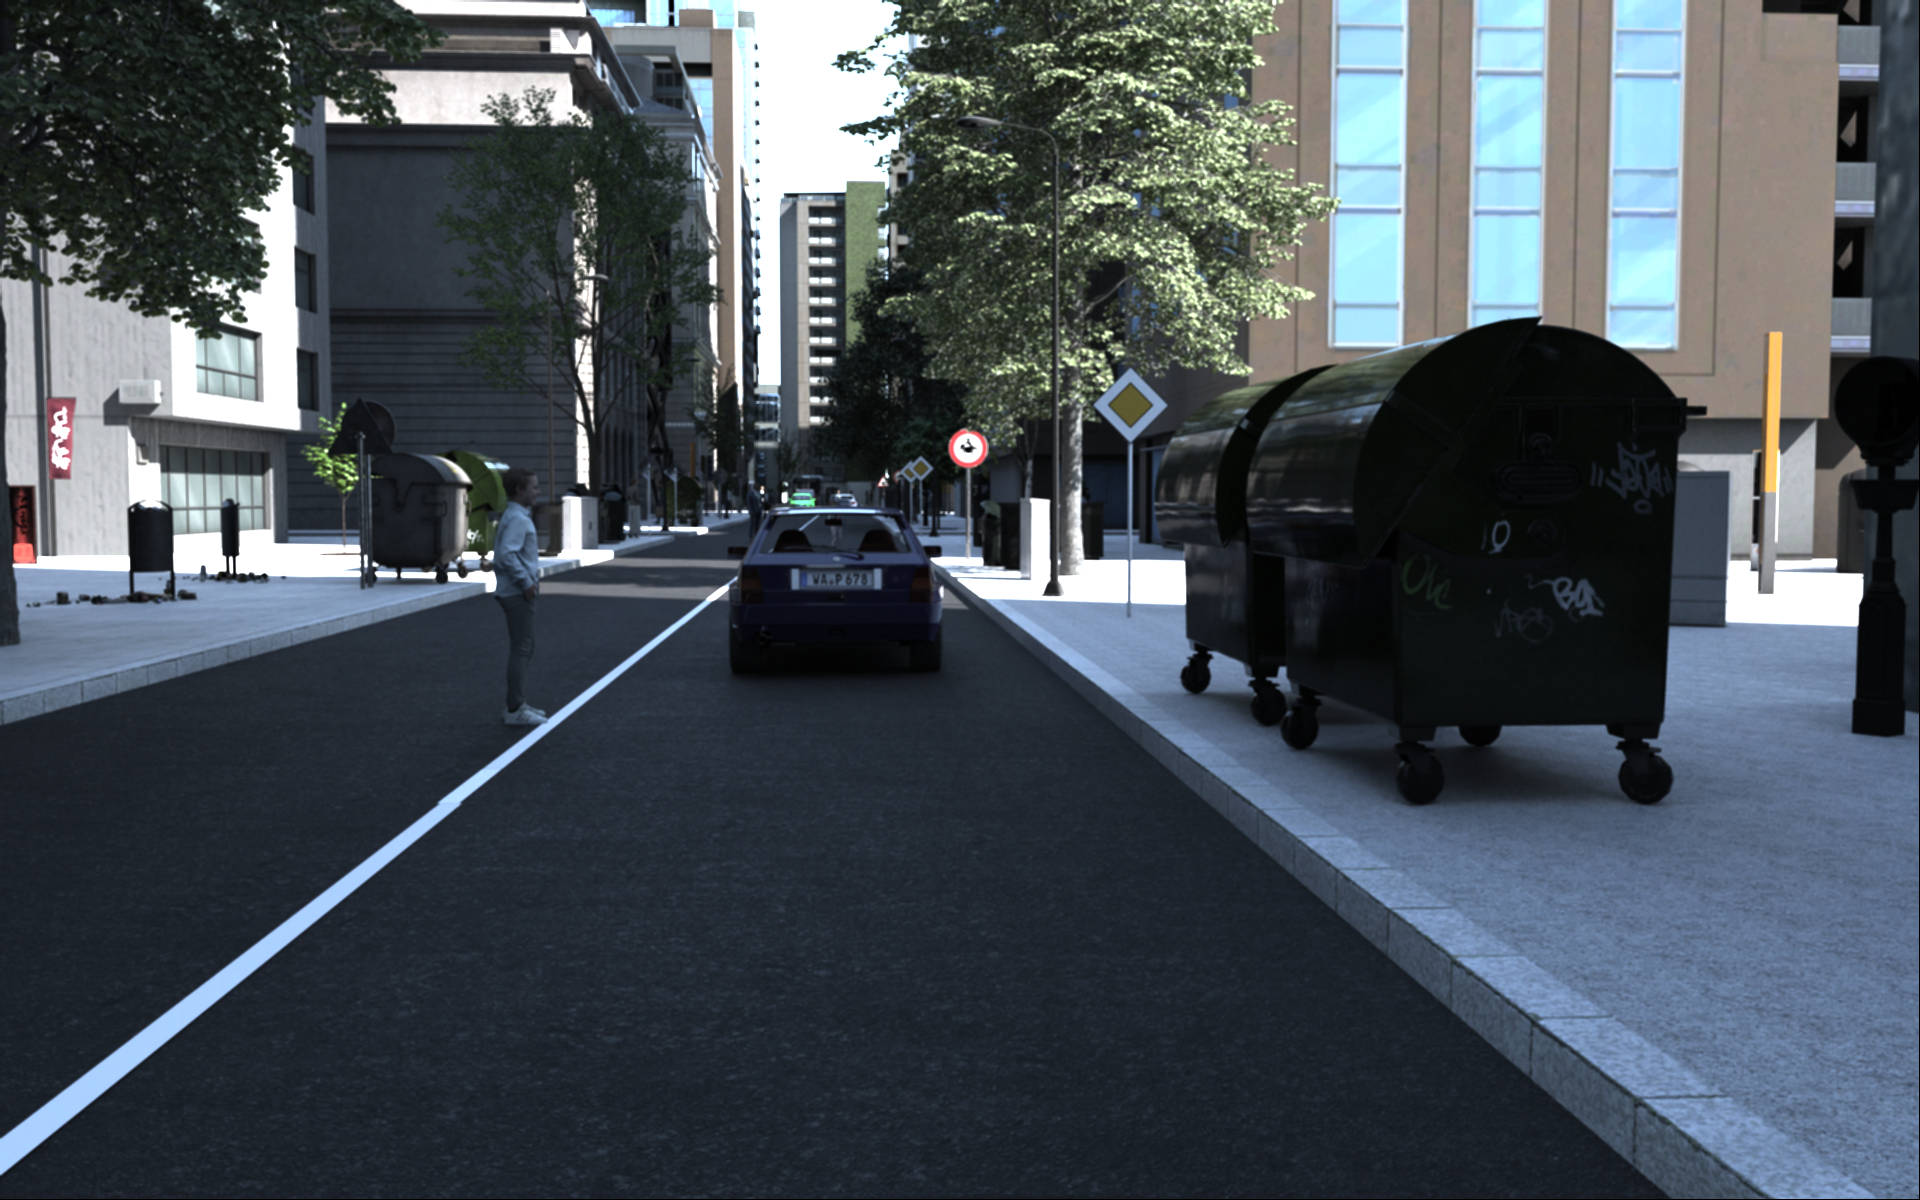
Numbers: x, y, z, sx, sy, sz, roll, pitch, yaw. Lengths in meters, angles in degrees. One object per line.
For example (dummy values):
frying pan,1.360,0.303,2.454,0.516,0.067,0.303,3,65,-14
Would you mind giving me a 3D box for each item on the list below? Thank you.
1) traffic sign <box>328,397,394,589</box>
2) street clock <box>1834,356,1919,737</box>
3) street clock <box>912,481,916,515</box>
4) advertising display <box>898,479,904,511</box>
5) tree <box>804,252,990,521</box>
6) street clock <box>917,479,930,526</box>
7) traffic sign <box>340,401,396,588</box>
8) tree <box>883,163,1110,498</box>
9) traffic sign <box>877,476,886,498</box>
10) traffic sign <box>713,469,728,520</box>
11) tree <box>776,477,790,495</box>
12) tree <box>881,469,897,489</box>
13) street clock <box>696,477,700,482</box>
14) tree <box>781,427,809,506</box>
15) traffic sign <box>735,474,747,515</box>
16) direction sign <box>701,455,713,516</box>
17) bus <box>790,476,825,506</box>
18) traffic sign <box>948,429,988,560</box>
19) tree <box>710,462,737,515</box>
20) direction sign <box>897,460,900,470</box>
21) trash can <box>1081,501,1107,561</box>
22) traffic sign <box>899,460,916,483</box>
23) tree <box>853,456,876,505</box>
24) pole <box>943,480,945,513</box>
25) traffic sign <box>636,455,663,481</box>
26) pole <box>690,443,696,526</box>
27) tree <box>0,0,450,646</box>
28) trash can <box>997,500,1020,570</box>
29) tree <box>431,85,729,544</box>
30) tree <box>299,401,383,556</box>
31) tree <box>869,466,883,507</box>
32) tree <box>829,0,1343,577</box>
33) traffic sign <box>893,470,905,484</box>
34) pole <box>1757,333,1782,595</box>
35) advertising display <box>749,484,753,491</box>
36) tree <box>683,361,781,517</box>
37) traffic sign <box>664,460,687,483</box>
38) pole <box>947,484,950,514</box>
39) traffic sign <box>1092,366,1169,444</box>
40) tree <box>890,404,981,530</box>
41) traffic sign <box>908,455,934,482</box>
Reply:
traffic sign,-8.066,-1.427,23.328,0.884,2.594,0.081,0,4,-1
street clock,4.910,-0.283,9.201,0.358,2.002,0.471,-2,4,-34
street clock,-2.546,-5.697,97.721,0.358,2.002,0.471,-1,4,-15
advertising display,-2.552,-4.254,74.772,0.123,1.923,0.974,0,4,6
tree,-2.524,-10.040,81.162,9.611,12.733,9.660,0,3,0
street clock,-1.377,-3.964,69.380,0.471,2.002,0.358,0,4,5
traffic sign,-8.101,-1.444,23.717,0.768,2.556,0.104,0,4,2
tree,1.331,-5.313,37.231,4.737,8.622,4.395,0,3,0
traffic sign,-5.257,-7.291,119.203,0.884,2.594,0.081,0,4,-1
traffic sign,-12.052,-5.320,87.089,0.768,2.556,0.104,0,4,0
tree,-20.166,-12.357,196.638,1.663,3.219,1.824,0,3,0
tree,-3.980,-6.781,105.478,1.663,3.219,1.824,0,3,0
street clock,-10.750,-4.006,70.074,0.471,2.002,0.358,-1,4,-8
tree,-18.987,-14.755,191.601,4.737,8.622,4.395,0,3,0
traffic sign,-13.644,-6.586,107.781,0.768,2.556,0.104,0,4,-2
direction sign,-14.892,-6.709,101.697,0.876,3.537,0.379,-3,5,-42
bus,-14.610,-10.567,167.625,2.948,3.499,13.247,0,4,-2
traffic sign,0.161,-2.053,33.679,0.768,2.556,0.104,0,4,4
tree,-14.218,-6.726,104.568,1.663,3.219,1.824,0,3,0
direction sign,-3.513,-6.537,98.882,0.379,3.537,0.876,0,4,5
trash can,2.482,-1.343,33.620,0.748,1.137,0.748,0,3,0
traffic sign,-1.677,-3.527,59.850,0.795,2.593,0.064,0,4,-4
tree,-9.935,-14.994,195.517,4.360,8.622,3.978,0,3,0
pole,-1.062,-7.312,113.388,0.158,3.312,0.155,0,3,0
traffic sign,-9.229,-3.008,51.372,0.795,2.593,0.064,0,4,-4
pole,-10.613,-4.586,68.827,0.158,3.312,0.155,0,3,0
tree,-7.832,-5.894,14.501,7.486,12.596,7.792,0,3,0
trash can,0.989,-1.086,29.403,0.748,1.137,0.748,0,3,0
tree,-9.481,-7.260,44.457,9.928,11.665,9.643,0,3,0
tree,-12.755,-2.544,36.199,1.663,3.219,1.824,0,3,0
tree,-4.314,-9.987,113.649,4.737,8.622,4.395,0,3,0
tree,1.899,-6.620,26.359,7.486,12.596,7.792,0,3,0
traffic sign,-3.045,-5.401,88.406,0.768,2.556,0.104,0,4,-2
pole,10.281,-1.722,22.000,0.158,3.312,0.155,0,3,0
advertising display,-12.939,-6.278,107.862,0.123,1.923,0.974,1,4,10
tree,-13.141,-8.900,95.881,4.737,8.622,4.395,0,3,0
traffic sign,-9.755,-3.495,59.339,0.795,2.593,0.064,0,4,-4
pole,-0.750,-7.362,114.217,0.158,3.312,0.155,0,3,0
traffic sign,1.779,-1.113,17.923,0.795,2.593,0.064,0,4,-1
tree,-0.830,-4.839,62.839,4.285,4.588,4.351,0,3,0
traffic sign,-1.151,-3.039,51.882,0.795,2.593,0.064,0,4,-4
